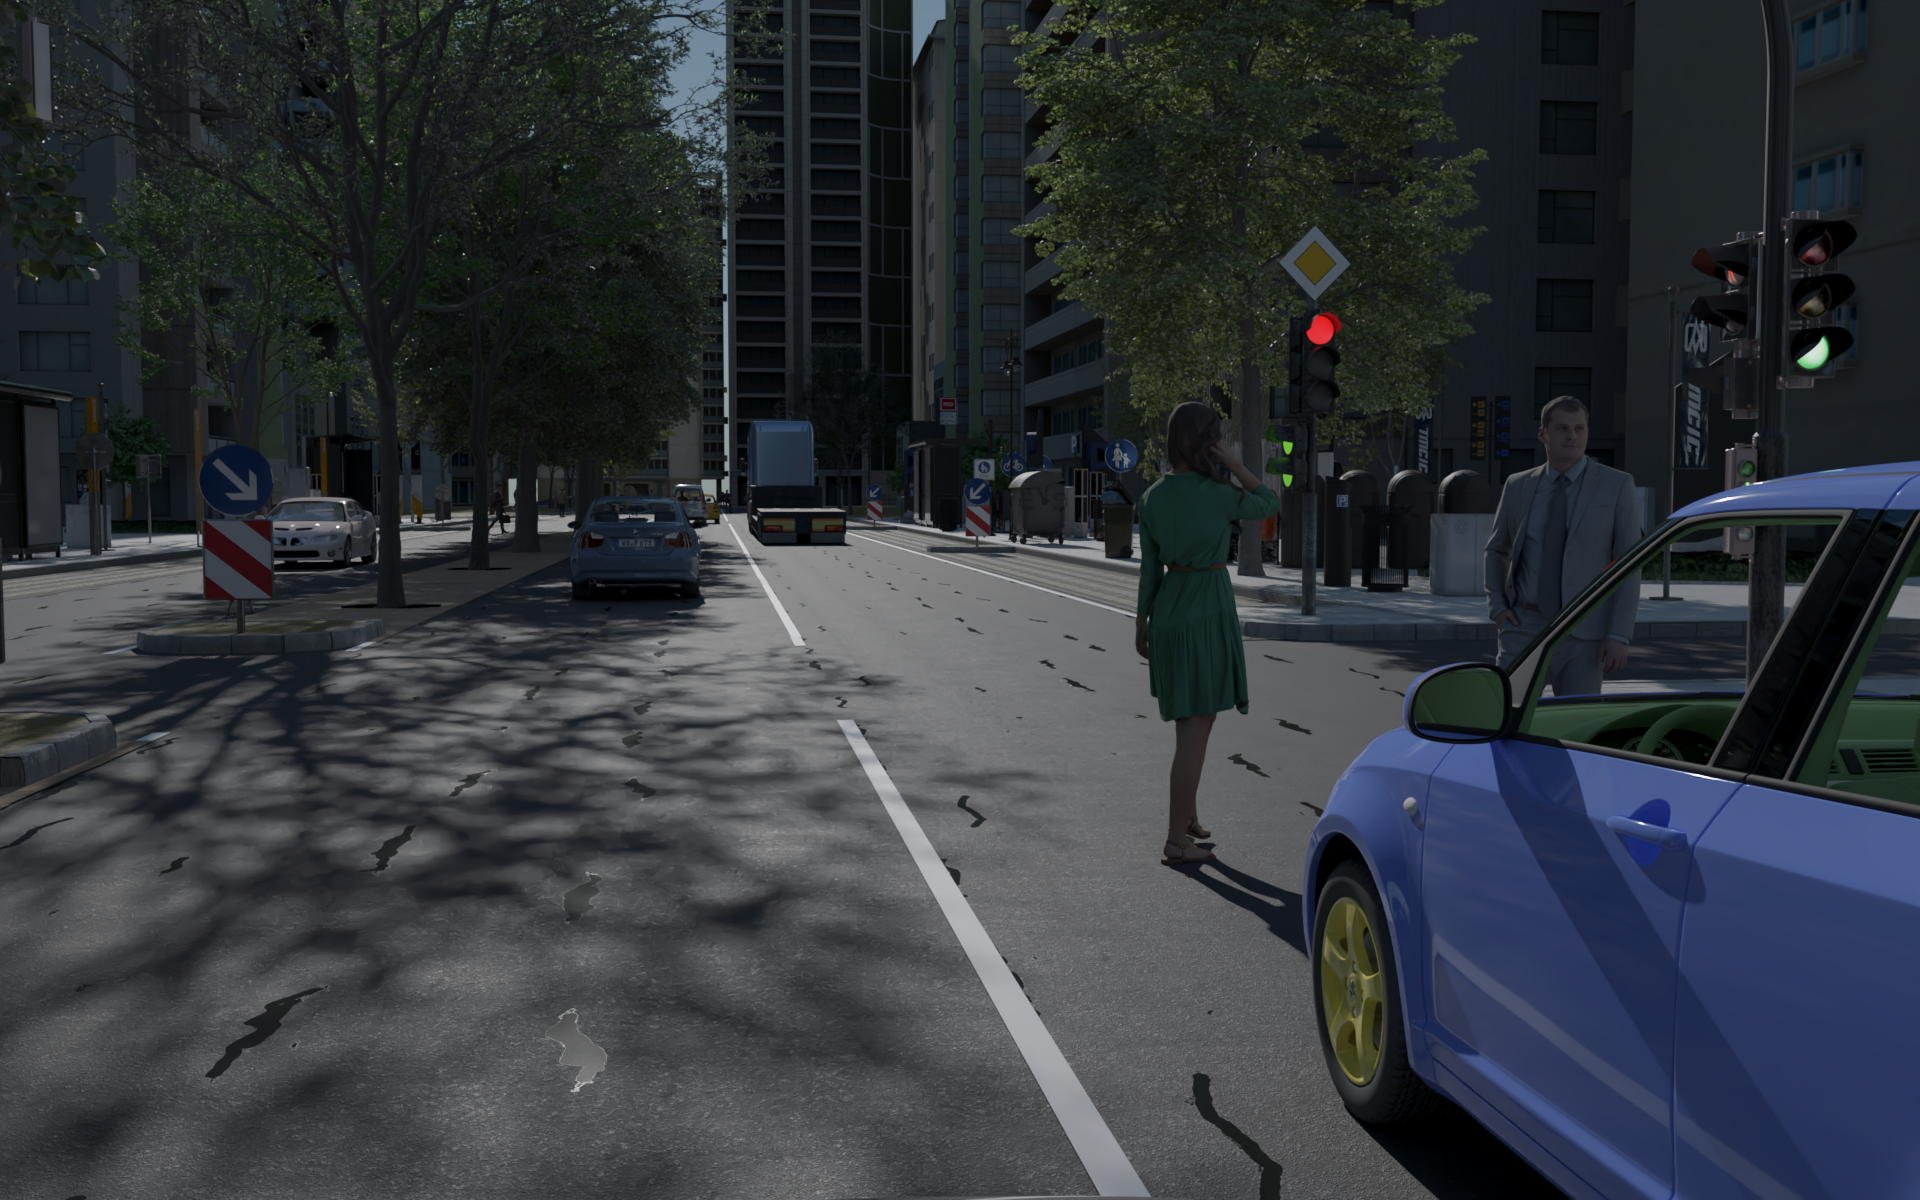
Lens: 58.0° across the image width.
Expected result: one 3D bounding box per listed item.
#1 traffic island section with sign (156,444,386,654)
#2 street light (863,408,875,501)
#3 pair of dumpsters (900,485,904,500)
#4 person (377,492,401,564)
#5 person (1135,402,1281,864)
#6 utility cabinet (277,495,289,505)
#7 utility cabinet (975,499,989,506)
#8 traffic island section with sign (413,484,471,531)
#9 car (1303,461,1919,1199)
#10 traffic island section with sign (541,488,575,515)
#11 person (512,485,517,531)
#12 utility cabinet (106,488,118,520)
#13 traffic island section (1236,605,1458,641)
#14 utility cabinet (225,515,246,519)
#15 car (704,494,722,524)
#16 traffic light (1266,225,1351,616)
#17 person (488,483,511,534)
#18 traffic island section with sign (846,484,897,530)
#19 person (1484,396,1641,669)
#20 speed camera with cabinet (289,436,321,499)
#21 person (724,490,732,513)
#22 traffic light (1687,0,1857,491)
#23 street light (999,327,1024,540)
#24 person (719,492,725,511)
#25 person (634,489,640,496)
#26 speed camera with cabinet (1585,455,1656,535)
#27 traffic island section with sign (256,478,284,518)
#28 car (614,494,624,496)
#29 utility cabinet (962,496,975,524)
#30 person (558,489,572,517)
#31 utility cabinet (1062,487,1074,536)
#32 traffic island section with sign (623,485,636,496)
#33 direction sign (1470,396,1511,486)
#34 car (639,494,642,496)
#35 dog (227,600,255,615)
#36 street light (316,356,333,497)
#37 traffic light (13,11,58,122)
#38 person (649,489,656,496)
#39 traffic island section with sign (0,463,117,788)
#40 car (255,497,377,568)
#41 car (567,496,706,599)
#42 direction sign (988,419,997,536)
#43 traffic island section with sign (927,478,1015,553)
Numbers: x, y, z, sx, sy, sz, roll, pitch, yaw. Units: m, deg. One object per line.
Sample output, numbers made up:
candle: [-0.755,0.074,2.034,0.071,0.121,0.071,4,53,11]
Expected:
traffic island section with sign: [-6.718,-0.513,16.530,2.006,1.907,1.989,-1,4,-8]
street light: [-4.811,-7.268,91.624,0.468,5.910,1.993,-1,4,-8]
pair of dumpsters: [-1.836,-4.896,82.535,1.574,2.255,4.437,0,4,-8]
person: [-11.660,-1.637,35.439,0.511,1.800,0.466,2,4,24]
person: [0.912,0.114,6.879,0.600,1.795,0.529,2,4,35]
utility cabinet: [-30.043,-4.011,76.739,0.306,1.237,1.020,1,4,17]
utility cabinet: [0.987,-3.827,71.258,0.318,1.500,1.173,2,4,25]
traffic island section with sign: [-20.170,-3.602,67.527,1.989,1.847,2.006,-1,4,-8]
car: [1.840,0.406,2.959,1.945,1.707,3.694,0,4,-7]
traffic island section with sign: [-27.310,-6.650,117.361,1.989,1.847,2.006,-1,4,-8]
person: [-17.131,-3.595,67.257,0.573,1.828,0.580,-3,4,-36]
utility cabinet: [-31.304,-3.327,63.069,1.173,1.500,0.318,1,4,11]
traffic island section: [3.718,0.240,18.362,2.009,0.180,2.903,-1,4,-8]
utility cabinet: [-26.404,-3.191,63.330,1.020,1.237,0.306,1,4,21]
car: [-12.644,-4.561,84.792,2.015,1.641,3.980,-1,4,-9]
traffic light: [3.677,-1.793,18.242,0.839,4.253,0.868,-1,4,-8]
person: [-16.708,-3.313,62.632,0.822,1.834,0.622,0,4,-6]
traffic island section with sign: [-3.602,-3.718,69.418,1.989,1.847,2.006,-1,4,-8]
person: [2.351,0.107,6.846,0.635,1.810,0.391,2,4,27]
speed camera with cabinet: [-22.766,-4.027,60.179,0.660,3.252,2.038,0,4,-6]
person: [-17.076,-7.277,127.928,0.568,1.767,0.683,3,5,44]
traffic light: [2.751,-2.155,9.901,4.771,5.953,1.251,-1,4,-8]
street light: [1.431,-4.615,48.251,0.468,5.910,1.993,-1,4,-8]
person: [-20.176,-8.366,146.760,0.593,1.643,0.415,-1,4,-14]
person: [-21.980,-6.633,117.043,1.348,1.812,0.705,0,4,-6]
speed camera with cabinet: [15.164,-2.826,40.534,2.038,3.252,0.660,3,5,42]
traffic island section with sign: [-16.346,-1.970,40.843,1.989,1.847,2.006,-1,4,-8]
car: [-25.591,-7.427,131.221,2.009,1.686,4.222,-1,4,-9]
utility cabinet: [0.489,-3.846,74.051,0.306,1.237,1.020,3,5,44]
person: [-24.545,-6.029,107.608,0.750,1.759,0.617,-3,5,-42]
utility cabinet: [2.981,-2.683,52.547,0.318,1.500,1.173,-3,4,-38]
traffic island section with sign: [-17.386,-5.063,90.910,2.006,1.907,1.989,-1,4,-8]
direction sign: [12.257,-2.942,40.096,0.876,3.537,0.379,1,4,16]
car: [-29.360,-8.997,156.138,2.155,1.783,4.494,0,4,-7]
dog: [-8.549,-0.079,20.579,0.406,0.507,0.540,-3,5,-41]
street light: [-21.282,-5.233,58.347,0.468,5.910,1.993,-1,4,-8]
traffic light: [-11.004,-2.538,16.166,4.771,5.953,1.251,-1,4,-8]
person: [-27.474,-8.955,154.777,0.599,1.838,0.709,-1,4,-10]
traffic island section with sign: [-5.676,-0.065,9.196,2.006,1.907,1.989,-1,4,-8]
car: [-13.047,-1.388,35.063,2.083,1.381,4.827,-1,4,-9]
car: [-4.666,-0.796,25.017,2.014,1.417,4.499,-1,4,-10]
direction sign: [0.931,-3.712,52.682,0.379,3.537,0.876,0,4,8]
traffic island section with sign: [0.212,-2.086,42.733,1.989,1.847,2.006,-1,4,-8]
